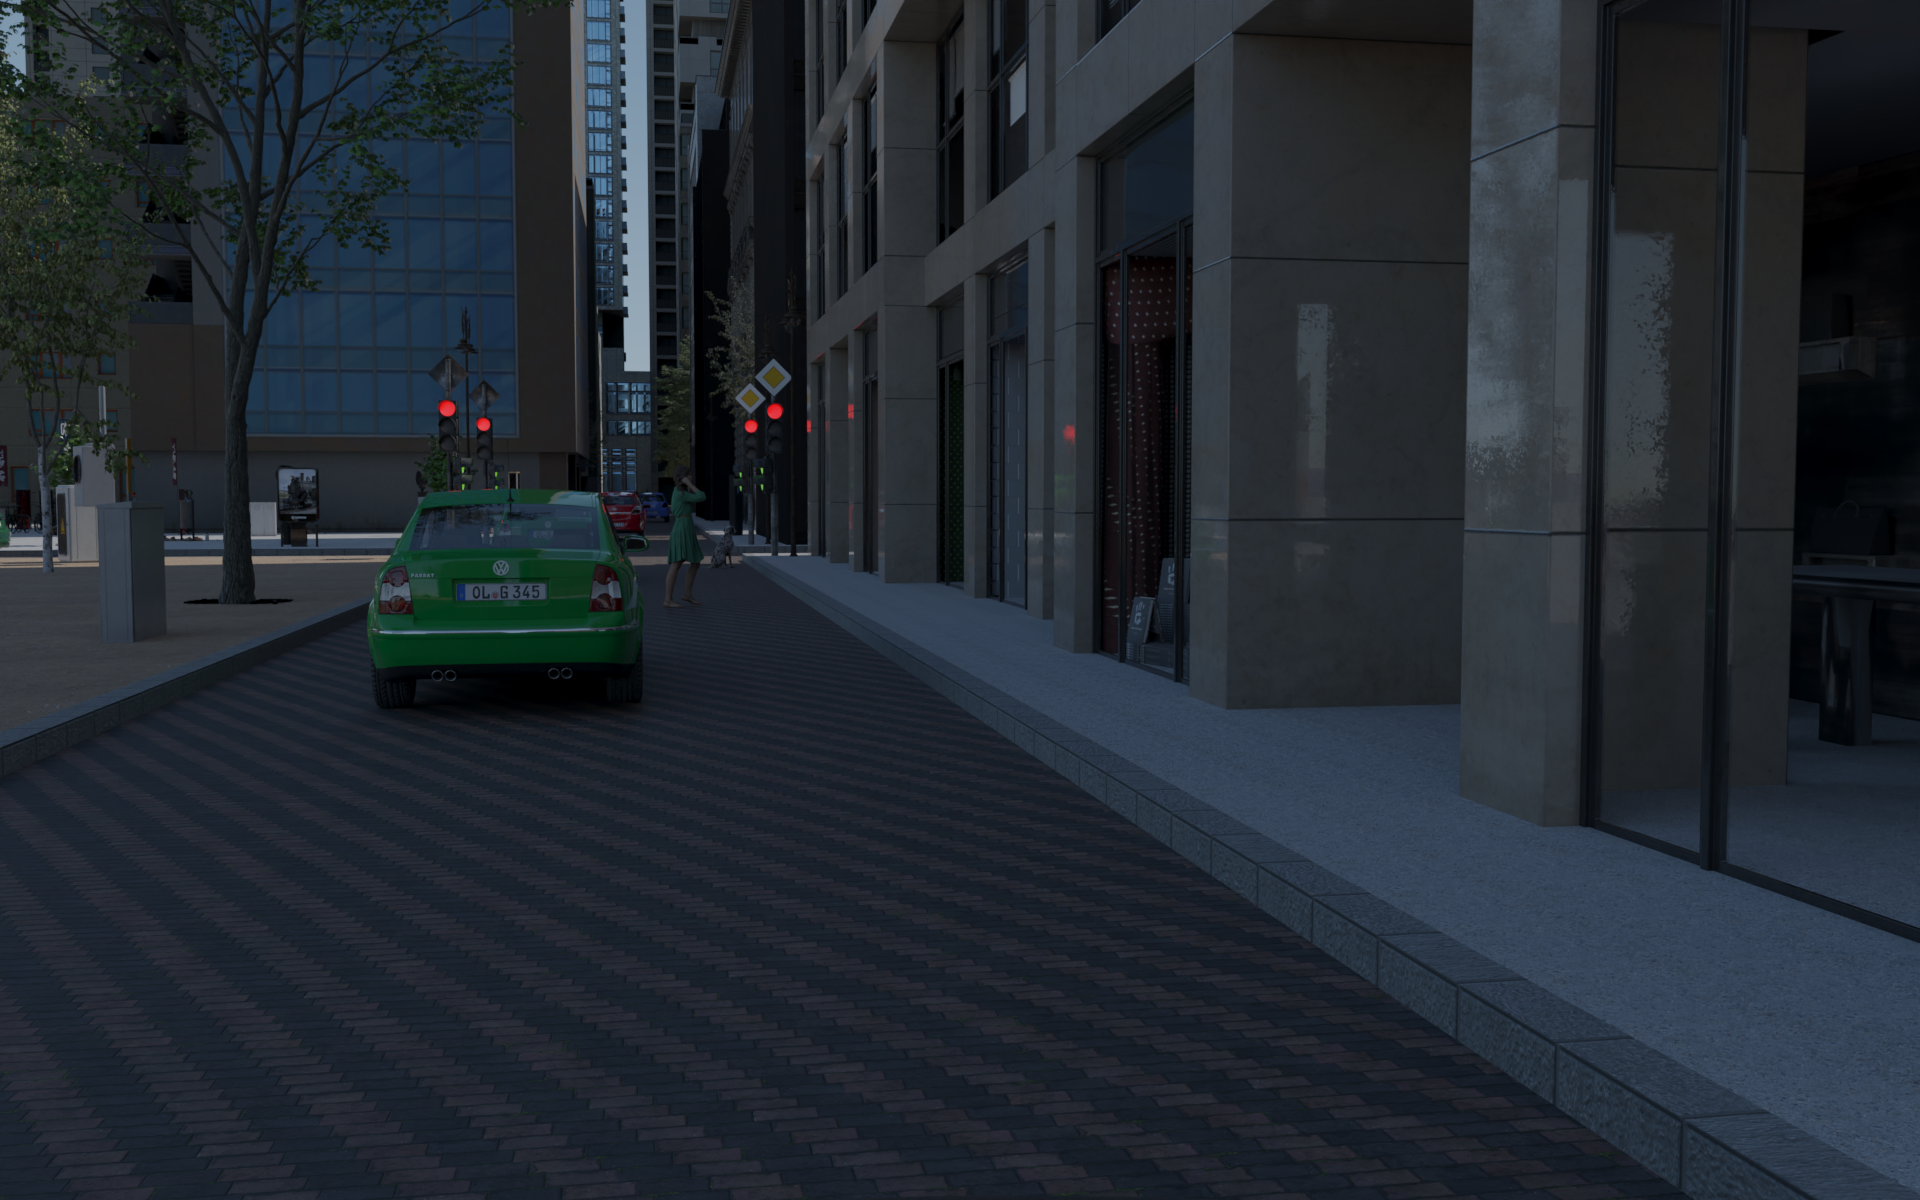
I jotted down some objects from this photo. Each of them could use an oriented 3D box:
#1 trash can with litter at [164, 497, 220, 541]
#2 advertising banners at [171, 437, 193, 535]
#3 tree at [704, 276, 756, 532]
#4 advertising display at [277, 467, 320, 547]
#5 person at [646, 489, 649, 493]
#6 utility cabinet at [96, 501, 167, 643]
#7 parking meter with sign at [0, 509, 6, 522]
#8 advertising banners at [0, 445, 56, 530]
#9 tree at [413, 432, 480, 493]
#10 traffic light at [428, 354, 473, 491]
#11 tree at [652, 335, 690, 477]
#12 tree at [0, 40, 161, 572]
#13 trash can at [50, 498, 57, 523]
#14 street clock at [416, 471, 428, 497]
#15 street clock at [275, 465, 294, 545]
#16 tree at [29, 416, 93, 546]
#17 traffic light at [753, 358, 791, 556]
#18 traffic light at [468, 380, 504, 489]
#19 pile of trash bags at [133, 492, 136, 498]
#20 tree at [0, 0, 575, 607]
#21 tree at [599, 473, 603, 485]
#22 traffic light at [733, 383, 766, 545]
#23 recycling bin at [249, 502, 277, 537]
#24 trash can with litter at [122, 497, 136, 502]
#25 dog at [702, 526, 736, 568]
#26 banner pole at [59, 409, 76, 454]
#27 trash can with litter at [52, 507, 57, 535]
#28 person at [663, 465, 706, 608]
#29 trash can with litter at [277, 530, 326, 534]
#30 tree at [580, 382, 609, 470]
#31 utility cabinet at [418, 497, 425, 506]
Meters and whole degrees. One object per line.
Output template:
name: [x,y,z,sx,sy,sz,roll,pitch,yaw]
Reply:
trash can with litter: [-21.407,-2.235,47.597,2.233,1.210,1.678,2,4,29]
advertising banners: [-24.481,-3.566,54.495,0.090,3.025,2.074,-1,4,-8]
tree: [-6.763,-6.612,58.470,4.360,8.622,3.978,0,3,0]
advertising display: [-16.059,-2.253,42.049,0.974,1.923,0.123,0,4,0]
person: [-26.486,-8.462,146.833,0.705,1.826,1.348,2,4,24]
utility cabinet: [-7.357,-0.259,15.393,0.306,1.237,1.020,-1,4,-10]
parking meter with sign: [-29.193,-3.393,51.737,1.738,3.016,0.543,2,4,30]
advertising banners: [-33.826,-4.061,62.579,2.074,3.025,0.090,-3,5,-43]
tree: [-14.066,-3.221,47.272,1.663,3.219,1.824,0,3,0]
traffic light: [-10.230,-2.805,34.783,0.839,4.253,0.868,-1,4,-10]
tree: [-18.225,-12.546,123.255,7.486,12.596,7.792,0,3,0]
tree: [-14.877,-4.745,27.943,4.737,8.622,4.395,0,3,0]
trash can: [-32.233,-3.065,61.764,0.748,1.137,0.748,0,3,0]
street clock: [-16.566,-2.985,53.383,0.358,2.002,0.471,-3,5,-39]
street clock: [-17.003,-2.396,43.739,0.471,2.002,0.358,1,4,19]
tree: [-22.036,-2.974,43.222,1.663,3.219,1.824,0,3,0]
traffic light: [-3.876,-2.877,35.958,0.839,4.253,0.868,-1,4,-10]
traffic light: [-11.667,-3.285,42.639,0.839,4.253,0.868,-1,4,-10]
pile of trash bags: [-36.493,-3.900,73.521,3.447,1.369,1.912,-3,4,-37]
tree: [-8.313,-5.766,20.035,9.928,11.665,9.643,0,3,0]
tree: [-35.093,-10.911,162.107,4.285,4.588,4.351,0,3,0]
traffic light: [-5.313,-3.357,43.813,0.839,4.253,0.868,-1,4,-10]
recycling bin: [-21.250,-2.457,52.733,0.722,1.027,0.722,-2,4,-30]
trash can with litter: [-32.756,-3.478,68.260,0.624,1.170,1.055,0,4,-4]
dog: [-4.727,-1.027,33.632,0.800,0.831,0.513,-1,4,-12]
banner pole: [-26.224,-3.735,51.090,0.401,3.779,0.863,1,4,14]
trash can with litter: [-27.936,-2.590,53.733,1.055,1.170,0.624,0,4,4]
person: [-3.523,-0.806,21.932,0.529,1.795,0.600,-2,4,-25]
trash can with litter: [-21.224,-2.720,55.521,1.678,1.210,2.233,-1,4,-9]
tree: [-24.823,-9.858,111.542,4.360,8.622,3.978,0,3,0]
utility cabinet: [-13.521,-2.032,44.385,0.306,1.237,1.020,1,4,9]
